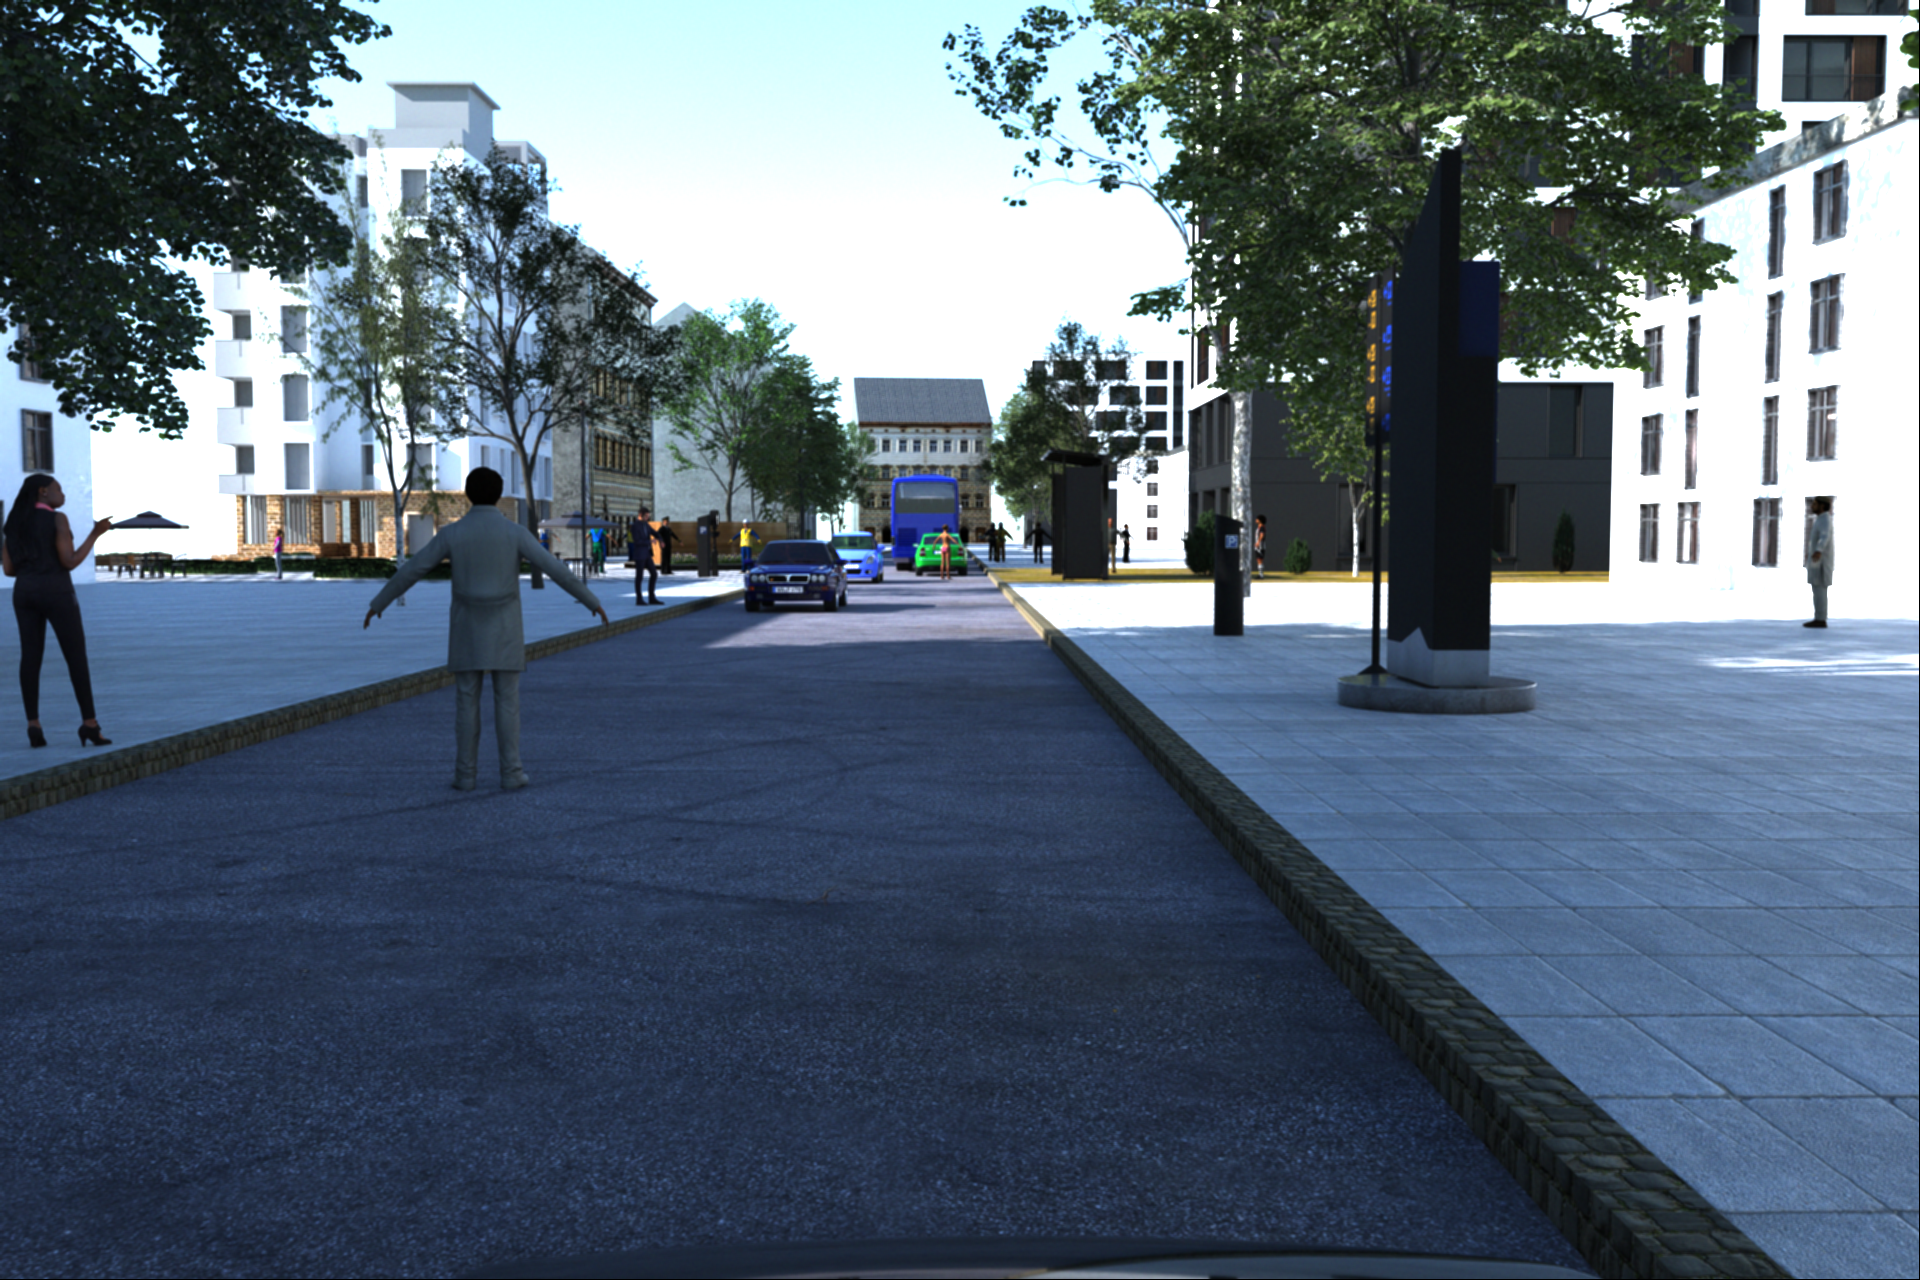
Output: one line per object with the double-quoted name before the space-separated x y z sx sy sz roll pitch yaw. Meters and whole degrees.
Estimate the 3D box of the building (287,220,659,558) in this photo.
"building" -29.189 -16.630 102.833 19.493 23.208 18.063 0 4 0

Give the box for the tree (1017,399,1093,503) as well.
"tree" 5.456 -8.408 87.827 4.360 8.622 3.978 0 3 0

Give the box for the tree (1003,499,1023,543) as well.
"tree" 8.056 -17.708 239.883 4.737 8.622 4.395 0 3 0

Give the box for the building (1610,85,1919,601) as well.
"building" 22.136 -5.540 32.721 9.099 9.664 28.070 0 4 -1

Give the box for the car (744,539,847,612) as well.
"car" -3.115 -1.265 33.259 1.945 1.354 3.894 0 3 0

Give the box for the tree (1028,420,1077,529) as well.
"tree" 5.624 -9.520 106.007 4.360 8.622 3.978 0 3 0

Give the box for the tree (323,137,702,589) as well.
"tree" -10.095 -6.495 40.612 8.767 10.594 7.601 -3 4 -36

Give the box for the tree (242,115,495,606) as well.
"tree" -9.894 -4.930 30.968 4.360 8.622 3.978 0 3 0

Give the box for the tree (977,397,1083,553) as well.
"tree" 5.025 -11.182 117.236 8.767 10.594 7.601 1 4 16

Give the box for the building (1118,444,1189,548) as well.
"building" 21.679 -14.176 173.919 9.099 9.664 28.070 0 4 -1

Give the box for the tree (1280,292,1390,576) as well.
"tree" 11.857 -6.217 52.010 4.737 8.622 4.395 0 3 0

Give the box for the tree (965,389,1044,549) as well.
"tree" 5.470 -14.470 146.962 12.009 13.543 11.850 0 3 0

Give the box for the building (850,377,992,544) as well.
"building" -5.785 -24.960 241.483 18.063 23.208 19.493 0 4 -7

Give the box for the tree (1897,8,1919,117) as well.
"tree" 6.168 -5.360 5.770 7.486 12.596 7.792 0 3 0

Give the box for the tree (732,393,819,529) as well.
"tree" -10.163 -8.501 89.358 4.360 8.622 3.978 0 3 0

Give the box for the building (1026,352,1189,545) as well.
"building" 21.886 -22.460 211.202 27.936 21.610 32.646 0 4 0

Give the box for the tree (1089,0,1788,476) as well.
"tree" 5.372 -6.244 20.222 7.486 12.596 7.792 0 3 0

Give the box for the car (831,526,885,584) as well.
"car" -3.167 -2.550 51.277 1.945 1.707 3.694 0 3 0

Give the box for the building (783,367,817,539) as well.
"building" -26.251 -20.347 199.133 16.747 18.905 31.486 0 4 0

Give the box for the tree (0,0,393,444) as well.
"tree" -9.592 -6.684 15.938 9.857 13.997 8.962 0 3 0

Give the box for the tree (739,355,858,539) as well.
"tree" -10.323 -11.735 109.986 7.486 12.596 7.792 0 3 0

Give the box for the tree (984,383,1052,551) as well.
"tree" 5.250 -12.966 130.125 7.486 12.596 7.792 0 3 0

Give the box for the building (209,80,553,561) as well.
"building" -25.246 -13.291 73.733 16.016 20.090 11.380 0 4 -1

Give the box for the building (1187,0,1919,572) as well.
"building" 23.442 -14.095 74.429 27.936 21.610 32.646 0 4 0

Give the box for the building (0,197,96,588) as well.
"building" -23.422 -5.444 31.153 9.099 9.664 28.070 0 4 1

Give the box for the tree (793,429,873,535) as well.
"tree" -10.548 -12.633 140.965 7.601 10.594 8.767 1 4 22

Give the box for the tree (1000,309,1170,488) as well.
"tree" 5.171 -8.448 72.540 7.601 10.594 8.767 0 4 1

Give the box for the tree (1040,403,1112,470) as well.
"tree" 6.189 -8.742 93.299 4.737 8.622 4.395 0 3 0

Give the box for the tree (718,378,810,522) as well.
"tree" -9.487 -8.038 81.789 4.737 8.622 4.395 0 3 0

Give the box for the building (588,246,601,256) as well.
"building" -29.292 -15.829 115.222 16.016 20.090 11.380 0 4 0

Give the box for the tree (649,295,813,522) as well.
"tree" -9.932 -9.119 74.850 9.928 11.665 9.643 0 3 0

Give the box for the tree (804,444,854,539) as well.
"tree" -9.888 -11.146 132.606 4.737 8.622 4.395 0 3 0

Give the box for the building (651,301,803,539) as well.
"building" -25.906 -20.914 172.874 19.493 23.208 18.063 0 4 0

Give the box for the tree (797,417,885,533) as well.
"tree" -10.454 -13.794 151.289 9.928 11.665 9.643 0 3 0

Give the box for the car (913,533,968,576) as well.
"car" -0.670 -3.169 60.617 1.959 1.807 4.718 0 4 -1
